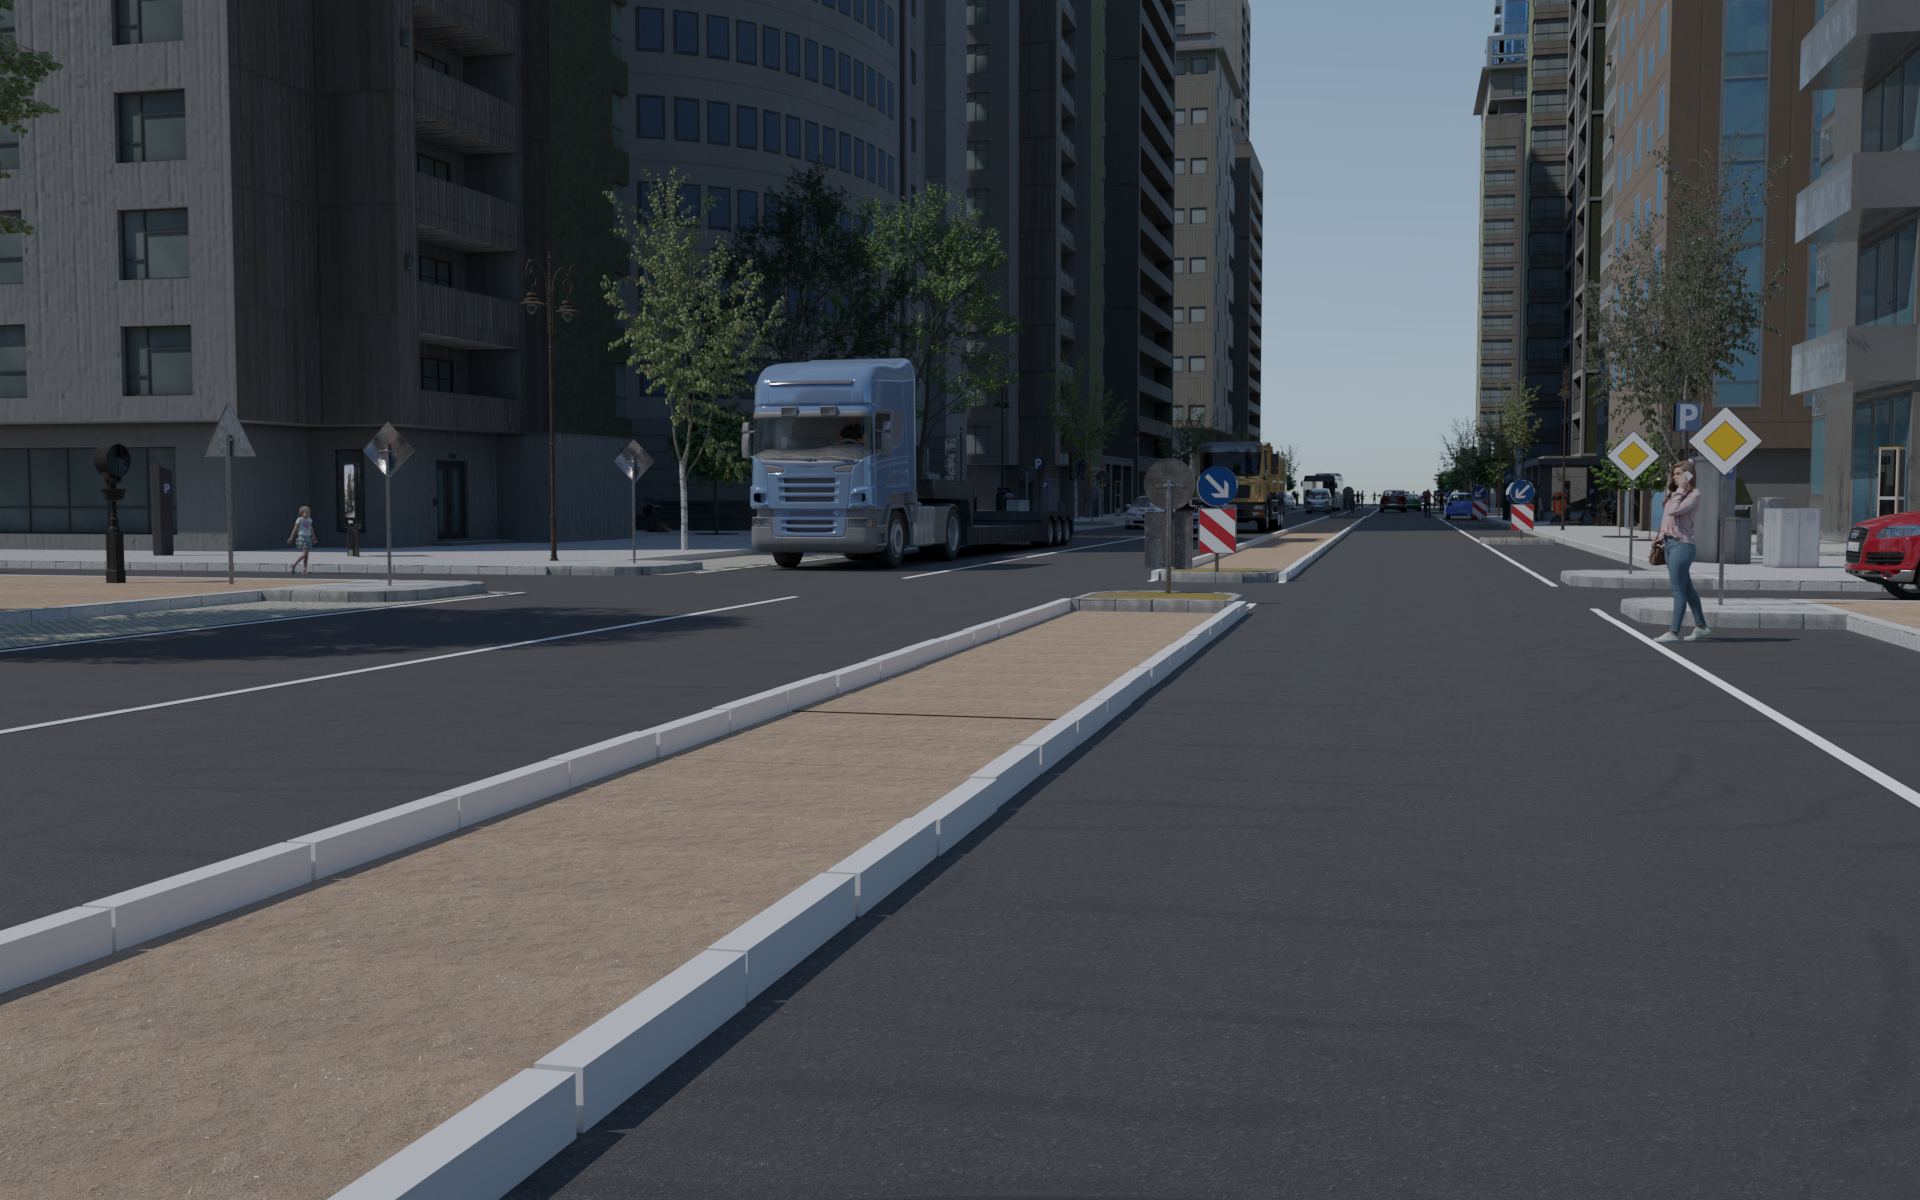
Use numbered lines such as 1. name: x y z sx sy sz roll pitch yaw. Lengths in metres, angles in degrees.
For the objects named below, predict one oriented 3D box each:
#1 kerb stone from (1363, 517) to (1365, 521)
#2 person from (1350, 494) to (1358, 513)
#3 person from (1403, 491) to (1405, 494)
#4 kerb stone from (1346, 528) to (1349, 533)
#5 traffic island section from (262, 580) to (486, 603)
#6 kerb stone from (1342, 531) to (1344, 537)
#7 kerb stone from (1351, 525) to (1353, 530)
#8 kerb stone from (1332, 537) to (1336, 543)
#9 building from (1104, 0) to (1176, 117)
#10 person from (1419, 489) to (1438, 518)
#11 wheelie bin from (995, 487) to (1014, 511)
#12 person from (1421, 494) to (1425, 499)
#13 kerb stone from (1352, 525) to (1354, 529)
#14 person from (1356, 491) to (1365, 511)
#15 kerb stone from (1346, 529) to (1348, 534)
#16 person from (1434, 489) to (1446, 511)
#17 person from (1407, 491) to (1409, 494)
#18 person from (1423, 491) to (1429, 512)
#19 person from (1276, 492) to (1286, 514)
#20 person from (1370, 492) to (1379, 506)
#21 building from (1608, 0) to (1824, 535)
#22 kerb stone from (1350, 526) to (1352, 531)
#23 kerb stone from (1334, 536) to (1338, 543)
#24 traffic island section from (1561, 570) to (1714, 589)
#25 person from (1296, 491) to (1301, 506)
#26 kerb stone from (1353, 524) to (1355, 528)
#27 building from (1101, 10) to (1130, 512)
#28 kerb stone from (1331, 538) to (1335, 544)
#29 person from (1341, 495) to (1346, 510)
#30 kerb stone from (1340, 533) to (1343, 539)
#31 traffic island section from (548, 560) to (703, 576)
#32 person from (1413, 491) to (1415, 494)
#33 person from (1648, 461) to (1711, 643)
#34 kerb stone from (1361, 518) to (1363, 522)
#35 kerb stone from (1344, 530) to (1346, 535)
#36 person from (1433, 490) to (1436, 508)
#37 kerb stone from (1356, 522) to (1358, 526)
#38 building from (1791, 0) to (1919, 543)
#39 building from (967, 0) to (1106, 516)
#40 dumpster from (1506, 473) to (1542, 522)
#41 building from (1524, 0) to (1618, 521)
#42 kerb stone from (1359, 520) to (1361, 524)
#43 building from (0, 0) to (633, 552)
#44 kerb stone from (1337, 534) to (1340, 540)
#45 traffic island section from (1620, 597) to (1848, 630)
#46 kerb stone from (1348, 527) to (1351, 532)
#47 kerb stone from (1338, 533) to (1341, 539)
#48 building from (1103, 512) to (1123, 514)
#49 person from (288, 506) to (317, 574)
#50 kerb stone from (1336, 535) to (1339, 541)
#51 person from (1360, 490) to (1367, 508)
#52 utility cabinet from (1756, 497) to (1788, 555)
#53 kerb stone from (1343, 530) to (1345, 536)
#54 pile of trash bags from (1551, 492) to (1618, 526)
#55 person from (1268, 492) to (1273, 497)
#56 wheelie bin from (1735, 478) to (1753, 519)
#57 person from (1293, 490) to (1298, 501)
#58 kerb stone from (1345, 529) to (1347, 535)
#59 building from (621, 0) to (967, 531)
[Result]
1. kerb stone: 20.239 -3.988 87.398 0.120 0.150 1.000 1 4 14
2. person: 30.344 -7.637 134.066 1.217 1.736 0.721 -2 4 -24
3. person: 44.385 -10.044 173.277 0.990 1.755 0.434 2 4 34
4. kerb stone: 13.436 -2.346 60.558 0.120 0.150 1.000 1 4 14
5. traffic island section: -7.982 -0.117 24.187 2.009 0.180 2.903 1 4 14
6. kerb stone: 12.179 -2.041 55.584 0.120 0.150 1.000 1 4 14
7. kerb stone: 14.695 -2.649 65.511 0.120 0.150 1.000 1 4 14
8. kerb stone: 10.419 -1.616 48.623 0.120 0.150 1.000 1 4 14
9. building: 5.356 -31.558 139.678 21.300 48.544 21.600 1 4 14
10. person: 28.201 -5.819 104.365 1.217 1.743 0.721 1 4 14
11. wheelie bin: 2.077 -4.505 81.566 0.980 1.594 0.693 2 4 25
12. person: 60.150 -13.156 223.685 1.350 1.814 0.705 2 4 33
13. kerb stone: 14.947 -2.710 66.510 0.120 0.150 1.000 1 4 14
14. person: 34.160 -8.518 148.493 1.217 1.735 0.721 3 4 39
15. kerb stone: 13.185 -2.280 59.560 0.120 0.150 1.000 1 4 14
16. person: 39.992 -8.286 143.912 0.705 1.831 1.348 -2 4 -33
17. person: 47.902 -10.733 184.770 0.721 1.735 1.217 2 4 29
18. person: 37.668 -7.989 139.921 0.445 1.727 0.742 1 4 17
19. person: 22.902 -7.037 123.430 0.709 1.838 0.599 2 4 26
20. person: 50.082 -12.241 209.349 1.217 1.736 0.721 0 4 -2
21. building: 30.385 -24.960 58.211 14.600 45.320 14.200 1 4 14
22. kerb stone: 14.447 -2.587 64.519 0.120 0.150 1.000 1 4 14
23. kerb stone: 10.670 -1.677 49.617 0.120 0.150 1.000 1 4 14
24. traffic island section: 10.740 -0.331 27.698 2.009 0.180 2.903 1 4 14
25. person: 42.072 -12.693 216.112 1.350 1.814 0.705 -2 4 -33
26. kerb stone: 15.451 -2.831 68.509 0.120 0.150 1.000 1 4 14
27. building: 10.678 -44.105 159.373 20.563 71.187 20.611 1 4 14
28. kerb stone: 10.164 -1.555 47.625 0.120 0.150 1.000 1 4 14
29. person: 33.756 -8.857 153.834 1.217 1.766 0.721 0 4 6
30. kerb stone: 11.682 -1.920 53.585 0.120 0.150 1.000 1 4 14
31. traffic island section: -6.024 -0.590 31.929 2.009 0.180 2.903 1 4 14
32. person: 43.887 -9.687 167.402 1.217 1.766 0.721 3 5 44
33. person: 7.026 -0.470 16.776 0.643 1.750 0.593 0 4 1
34. kerb stone: 19.471 -3.803 84.411 0.120 0.150 1.000 1 4 14
35. kerb stone: 12.683 -2.162 57.566 0.120 0.150 1.000 1 4 14
36. person: 47.667 -10.109 173.798 0.705 1.823 1.348 1 4 14
37. kerb stone: 16.697 -3.136 73.473 0.120 0.150 1.000 1 4 14
38. building: 34.008 -25.405 34.974 30.456 49.044 23.786 1 4 14
39. building: 0.259 -25.428 99.344 14.154 41.232 14.086 1 4 14
40. dumpster: 26.484 -4.822 81.332 1.502 2.255 1.985 1 4 14
41. building: 44.824 -23.969 83.768 32.217 40.220 23.993 1 4 14
42. kerb stone: 17.966 -3.437 78.461 0.120 0.150 1.000 1 4 14
43. building: -17.925 -16.668 44.229 14.160 30.474 14.107 1 4 14
44. kerb stone: 11.173 -1.796 51.598 0.120 0.150 1.000 1 4 14
45. traffic island section: 8.781 0.142 19.956 2.009 0.180 2.903 1 4 14
46. kerb stone: 13.942 -2.463 62.539 0.120 0.150 1.000 1 4 14
47. kerb stone: 11.421 -1.859 52.590 0.120 0.150 1.000 1 4 14
48. building: 1.183 -41.562 117.786 20.563 71.187 20.611 1 4 14
49. person: -11.768 -1.073 31.052 0.382 1.210 0.505 1 4 19
50. kerb stone: 10.919 -1.735 50.608 0.120 0.150 1.000 1 4 14
51. person: 41.228 -10.313 176.988 0.599 1.838 0.709 -1 4 -11
52. utility cabinet: 17.180 -1.557 36.626 0.306 1.237 1.020 3 5 44
53. kerb stone: 12.432 -2.103 56.575 0.120 0.150 1.000 1 4 14
54. pile of trash bags: 25.435 -3.652 69.464 3.447 1.369 1.912 0 4 -2
55. person: 18.848 -5.852 104.961 0.721 1.735 1.217 3 5 43
56. wheelie bin: 15.056 -1.599 34.046 0.980 1.594 0.693 -1 4 -16
57. person: 34.048 -10.263 176.311 0.705 1.822 1.348 3 5 45
58. kerb stone: 12.940 -2.223 58.566 0.120 0.150 1.000 1 4 14
59. building: -13.274 -32.429 72.219 21.231 58.520 28.212 1 4 14
